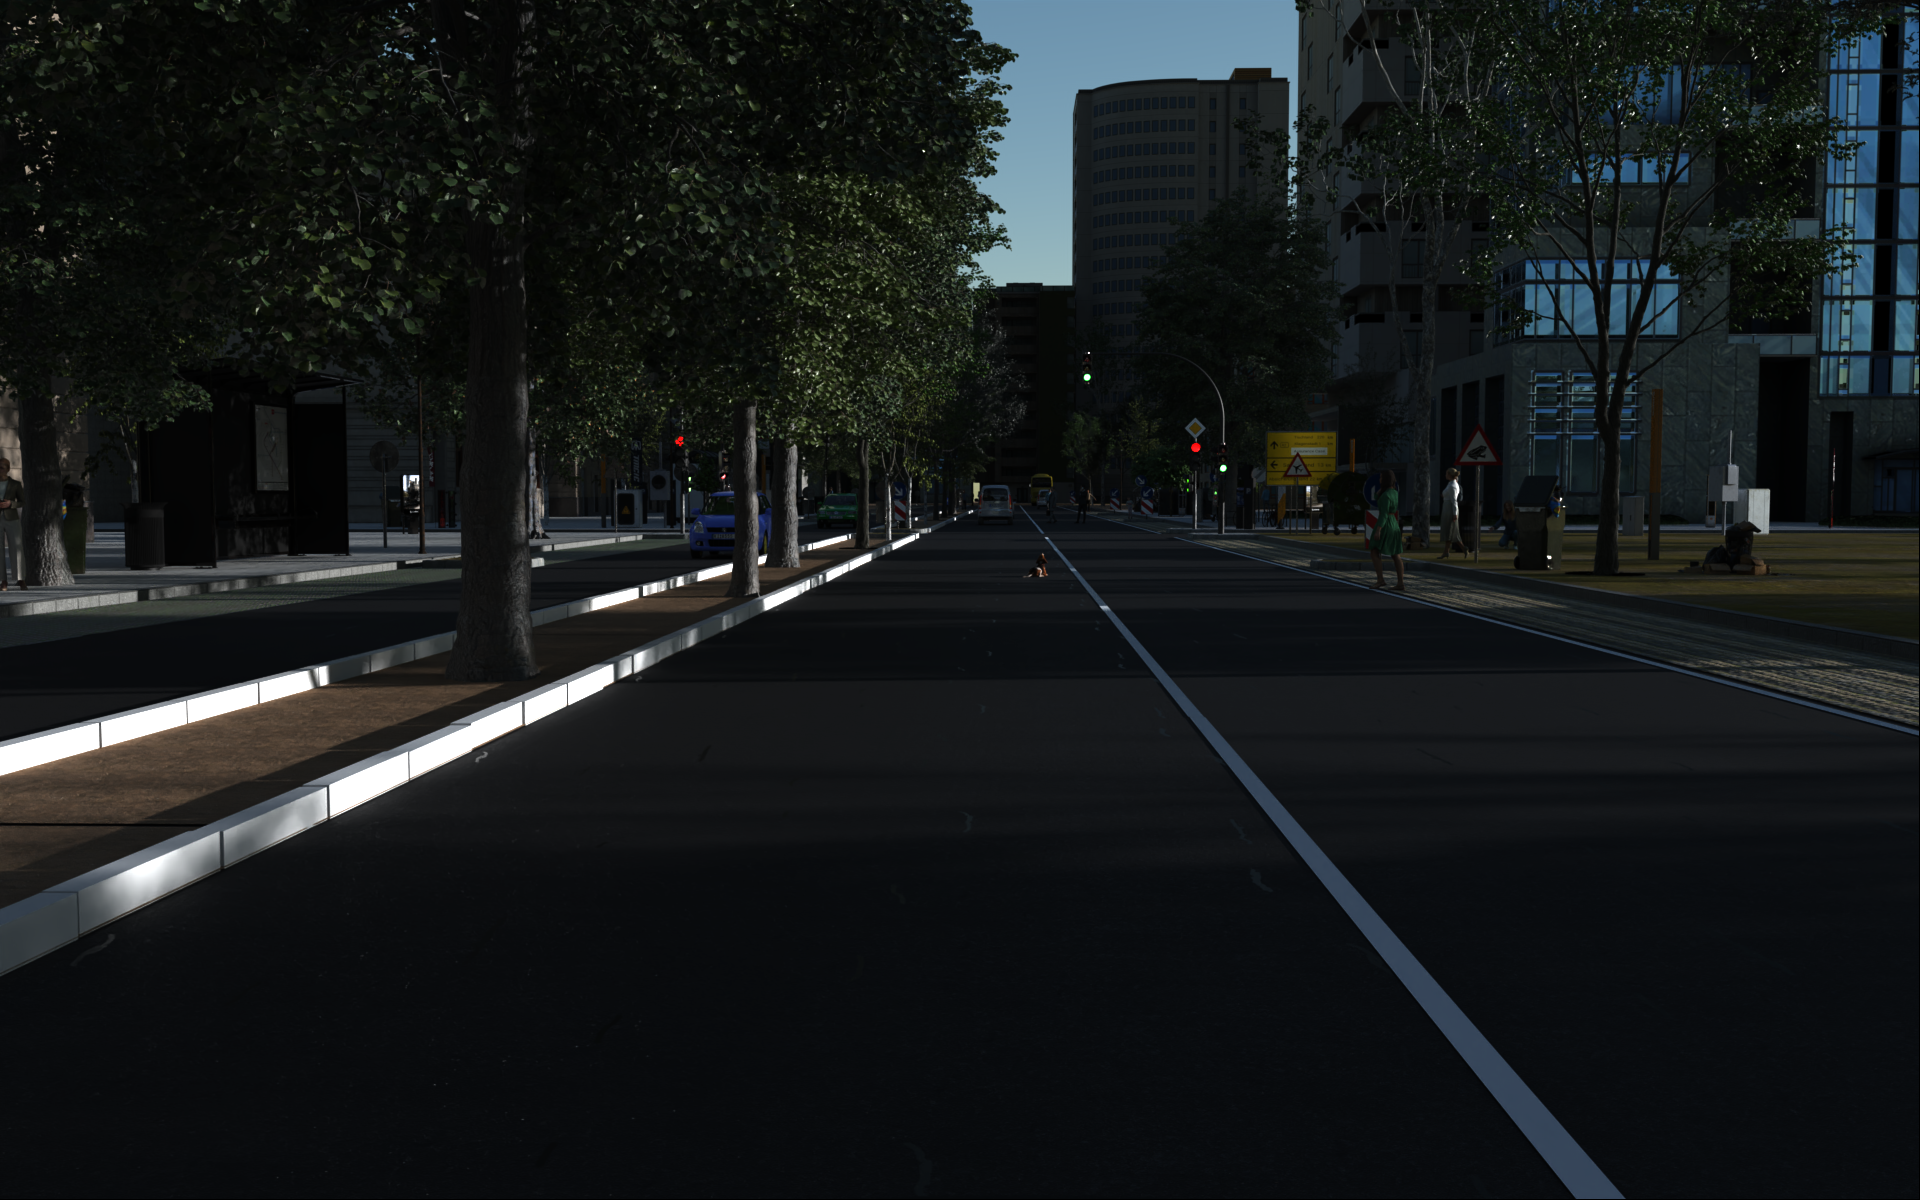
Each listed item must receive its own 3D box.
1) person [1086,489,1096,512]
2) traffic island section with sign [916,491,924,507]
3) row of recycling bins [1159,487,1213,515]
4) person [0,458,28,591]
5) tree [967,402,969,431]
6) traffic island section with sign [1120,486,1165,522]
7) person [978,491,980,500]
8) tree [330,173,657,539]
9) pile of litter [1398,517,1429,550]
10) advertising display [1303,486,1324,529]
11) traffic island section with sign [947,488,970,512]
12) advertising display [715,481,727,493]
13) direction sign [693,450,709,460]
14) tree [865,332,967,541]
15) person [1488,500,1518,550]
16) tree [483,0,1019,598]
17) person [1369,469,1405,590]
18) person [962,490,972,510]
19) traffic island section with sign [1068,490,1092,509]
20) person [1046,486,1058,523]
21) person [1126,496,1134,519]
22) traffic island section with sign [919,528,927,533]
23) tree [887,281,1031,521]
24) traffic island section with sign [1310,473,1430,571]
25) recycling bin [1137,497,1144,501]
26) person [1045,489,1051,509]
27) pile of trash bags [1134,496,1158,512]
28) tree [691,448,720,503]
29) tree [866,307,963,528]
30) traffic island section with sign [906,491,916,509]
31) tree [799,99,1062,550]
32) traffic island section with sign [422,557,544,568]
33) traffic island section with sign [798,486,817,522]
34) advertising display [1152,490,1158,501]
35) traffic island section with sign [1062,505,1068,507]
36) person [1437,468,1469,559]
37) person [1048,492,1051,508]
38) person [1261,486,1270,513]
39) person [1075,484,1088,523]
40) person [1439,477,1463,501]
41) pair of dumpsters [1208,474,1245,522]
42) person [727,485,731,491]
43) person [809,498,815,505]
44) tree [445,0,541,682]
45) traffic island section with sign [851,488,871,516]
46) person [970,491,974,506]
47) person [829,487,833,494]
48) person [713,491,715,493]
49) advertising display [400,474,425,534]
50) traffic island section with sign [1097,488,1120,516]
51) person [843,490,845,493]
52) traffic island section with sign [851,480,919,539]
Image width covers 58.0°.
[{"bbox_3d":[10.357,-8.064,140.353,1.348,1.823,0.705,0,4,-6],"label":"person"},{"bbox_3d":[-4.699,-11.319,193.692,1.989,1.847,2.006,0,4,2],"label":"traffic island section with sign"},{"bbox_3d":[13.822,-6.051,106.052,3.534,1.692,1.069,-1,4,-17],"label":"row of recycling bins"},{"bbox_3d":[-12.672,-1.001,22.956,0.519,1.759,0.362,-1,4,-18],"label":"person"},{"bbox_3d":[-1.586,-7.842,81.042,4.737,8.622,4.395,0,3,0],"label":"tree"},{"bbox_3d":[9.361,-4.872,88.285,1.989,1.847,2.006,0,4,2],"label":"traffic island section with sign"},{"bbox_3d":[2.204,-11.454,196.441,0.551,1.740,0.621,3,5,43],"label":"person"},{"bbox_3d":[-12.302,-8.080,49.123,9.611,12.733,9.660,0,3,0],"label":"tree"},{"bbox_3d":[10.296,-1.599,40.110,1.719,0.858,1.176,-2,4,-34],"label":"pile of litter"},{"bbox_3d":[12.938,-3.547,63.202,0.974,1.923,0.123,-2,4,-31],"label":"advertising display"},{"bbox_3d":[-0.068,-7.990,138.780,2.006,1.907,1.989,0,4,2],"label":"traffic island section with sign"},{"bbox_3d":[-11.885,-4.947,86.104,0.123,1.923,0.974,1,4,21],"label":"advertising display"},{"bbox_3d":[-13.243,-5.907,88.569,0.876,3.537,0.379,-2,4,-35],"label":"direction sign"},{"bbox_3d":[-2.123,-6.057,51.847,4.737,8.622,4.395,0,3,0],"label":"tree"},{"bbox_3d":[12.812,-1.745,40.067,1.012,1.151,0.738,2,4,30],"label":"person"},{"bbox_3d":[-3.076,-6.331,24.090,7.486,12.596,7.792,0,3,0],"label":"tree"},{"bbox_3d":[6.321,-1.031,25.598,0.529,1.795,0.600,1,4,22],"label":"person"},{"bbox_3d":[0.373,-8.863,153.400,1.348,1.826,0.705,-1,4,-19],"label":"person"},{"bbox_3d":[11.612,-9.605,165.672,1.989,1.847,2.006,0,4,2],"label":"traffic island section with sign"},{"bbox_3d":[4.512,-4.684,85.178,0.767,1.812,0.694,-2,4,-28],"label":"person"},{"bbox_3d":[9.620,-5.209,97.944,0.425,1.301,0.394,-1,4,-11],"label":"person"},{"bbox_3d":[-2.245,-3.397,63.673,2.006,1.907,1.989,0,4,2],"label":"traffic island section with sign"},{"bbox_3d":[-1.262,-10.981,92.374,12.009,13.543,11.850,0,3,0],"label":"tree"},{"bbox_3d":[7.766,-1.495,33.067,1.989,1.847,2.006,0,4,2],"label":"traffic island section with sign"},{"bbox_3d":[13.724,-7.199,130.257,0.722,1.027,0.722,2,4,25],"label":"recycling bin"},{"bbox_3d":[7.088,-7.882,137.233,0.638,1.841,0.748,1,4,12],"label":"person"},{"bbox_3d":[14.306,-7.010,124.357,3.447,1.369,1.912,-1,4,-17],"label":"pile of trash bags"},{"bbox_3d":[-10.697,-4.824,73.469,1.663,3.219,1.824,0,3,0],"label":"tree"},{"bbox_3d":[-1.915,-6.838,64.625,4.360,8.622,3.978,0,3,0],"label":"tree"},{"bbox_3d":[-5.507,-9.627,166.034,1.989,1.847,2.006,0,4,2],"label":"traffic island section with sign"},{"bbox_3d":[-2.425,-7.103,44.342,9.928,11.665,9.643,0,3,0],"label":"tree"},{"bbox_3d":[-9.333,-1.565,34.219,1.989,1.847,2.006,0,4,2],"label":"traffic island section with sign"},{"bbox_3d":[-7.749,-4.903,88.791,1.989,1.847,2.006,0,4,2],"label":"traffic island section with sign"},{"bbox_3d":[15.663,-8.132,138.175,0.974,1.923,0.123,-1,4,-11],"label":"advertising display"},{"bbox_3d":[12.403,-11.268,192.854,1.989,1.847,2.006,0,4,2],"label":"traffic island section with sign"},{"bbox_3d":[9.754,-1.707,34.178,0.641,1.798,0.478,2,4,35],"label":"person"},{"bbox_3d":[7.440,-8.034,140.311,0.568,1.767,0.683,1,4,22],"label":"person"},{"bbox_3d":[19.944,-6.544,112.904,0.638,1.841,0.748,-1,4,-9],"label":"person"},{"bbox_3d":[5.934,-4.693,84.598,0.474,1.900,0.648,-3,5,-42],"label":"person"},{"bbox_3d":[13.650,-2.561,48.098,0.590,1.801,0.661,-1,4,-9],"label":"person"},{"bbox_3d":[12.298,-4.660,78.692,1.574,2.255,4.437,0,4,2],"label":"pair of dumpsters"},{"bbox_3d":[-13.013,-5.535,96.718,0.473,1.802,0.592,0,4,-5],"label":"person"},{"bbox_3d":[-10.866,-7.294,125.652,0.694,1.780,0.624,3,5,44],"label":"person"},{"bbox_3d":[-3.636,-6.362,13.125,9.857,13.997,8.962,0,3,0],"label":"tree"},{"bbox_3d":[-6.961,-6.565,115.960,1.989,1.847,2.006,0,4,2],"label":"traffic island section with sign"},{"bbox_3d":[1.469,-12.159,207.440,0.705,1.807,1.348,-1,4,-17],"label":"person"},{"bbox_3d":[-9.741,-7.676,131.562,0.654,1.822,0.581,0,4,1],"label":"person"},{"bbox_3d":[-18.422,-7.701,131.311,0.648,1.900,0.474,-1,4,-10],"label":"person"},{"bbox_3d":[-17.557,-3.079,55.555,0.123,1.923,0.974,2,4,26],"label":"advertising display"},{"bbox_3d":[10.168,-6.540,115.563,1.989,1.847,2.006,0,4,2],"label":"traffic island section with sign"},{"bbox_3d":[-14.036,-12.503,211.296,0.721,1.723,1.217,-3,5,-40],"label":"person"},{"bbox_3d":[-2.470,-2.944,56.269,2.006,1.907,1.989,0,4,2],"label":"traffic island section with sign"}]
